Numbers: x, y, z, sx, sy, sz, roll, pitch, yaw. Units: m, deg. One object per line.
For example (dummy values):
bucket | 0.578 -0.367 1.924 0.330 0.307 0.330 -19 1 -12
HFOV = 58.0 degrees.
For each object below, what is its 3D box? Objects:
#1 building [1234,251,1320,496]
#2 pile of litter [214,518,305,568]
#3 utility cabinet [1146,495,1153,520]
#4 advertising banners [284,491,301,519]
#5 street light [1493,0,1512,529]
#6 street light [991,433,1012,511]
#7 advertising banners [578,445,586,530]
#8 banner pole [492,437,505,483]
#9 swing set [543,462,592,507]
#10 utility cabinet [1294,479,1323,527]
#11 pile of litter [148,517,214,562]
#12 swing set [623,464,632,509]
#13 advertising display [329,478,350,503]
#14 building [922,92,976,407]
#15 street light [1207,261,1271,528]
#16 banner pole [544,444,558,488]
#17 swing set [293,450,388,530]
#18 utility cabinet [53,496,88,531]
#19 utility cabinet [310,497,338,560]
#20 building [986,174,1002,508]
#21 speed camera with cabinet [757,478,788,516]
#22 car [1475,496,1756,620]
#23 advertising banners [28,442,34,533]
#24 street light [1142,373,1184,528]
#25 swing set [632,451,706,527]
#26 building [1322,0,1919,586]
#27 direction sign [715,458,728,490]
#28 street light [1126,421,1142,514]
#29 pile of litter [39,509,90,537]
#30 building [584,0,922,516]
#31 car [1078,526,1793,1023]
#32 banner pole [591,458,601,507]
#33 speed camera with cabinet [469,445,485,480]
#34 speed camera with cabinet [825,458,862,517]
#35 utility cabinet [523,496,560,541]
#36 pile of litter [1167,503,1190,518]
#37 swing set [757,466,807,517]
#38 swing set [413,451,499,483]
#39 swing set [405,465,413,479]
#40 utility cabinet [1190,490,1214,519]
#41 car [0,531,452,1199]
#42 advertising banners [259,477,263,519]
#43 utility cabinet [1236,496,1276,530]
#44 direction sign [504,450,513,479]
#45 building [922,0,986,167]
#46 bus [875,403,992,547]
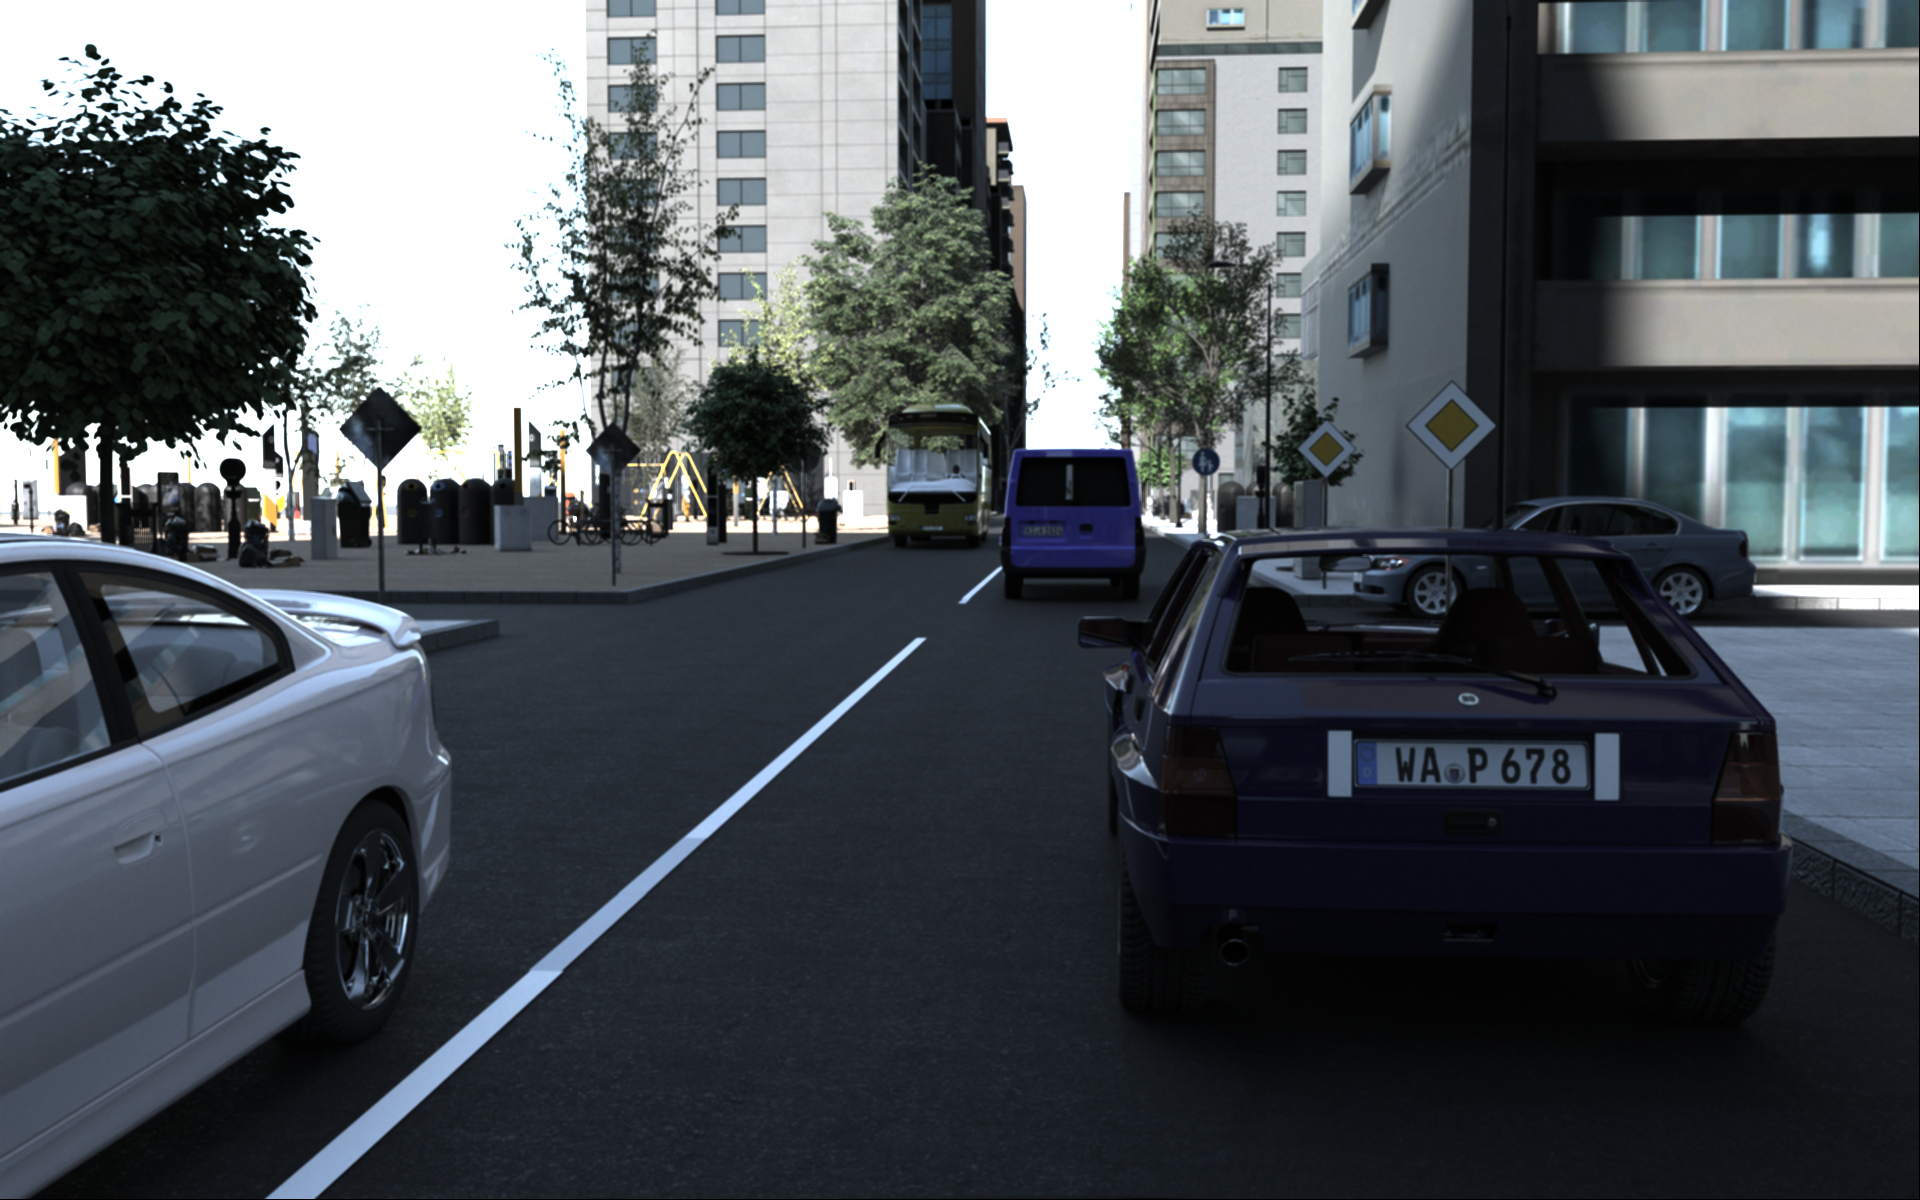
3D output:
building | 24.860 -46.632 75.110 22.319 86.520 31.000 0 4 4
pile of litter | -12.253 -1.032 30.830 1.176 0.858 1.719 0 4 2
utility cabinet | 9.431 -4.587 86.153 0.306 1.237 1.020 1 4 8
advertising banners | -34.324 -5.714 89.611 2.074 3.025 0.090 3 4 36
street light | 4.273 -2.621 15.396 1.470 5.913 1.316 0 4 4
street light | 3.030 -9.704 131.198 1.470 5.913 1.316 0 4 4
advertising banners | -12.929 -3.848 59.100 0.090 3.025 2.074 0 4 -7
banner pole | -20.138 -5.238 75.651 0.401 3.779 0.863 2 4 25
swing set | -19.224 -5.298 84.249 2.862 2.851 3.119 0 4 -6
utility cabinet | 5.286 -1.084 26.406 0.318 1.500 1.173 0 4 4
pile of litter | -14.654 -1.158 32.901 1.176 0.858 1.719 3 5 40
swing set | -16.883 -5.736 91.407 3.119 2.851 2.862 1 4 8
advertising display | -24.484 -3.865 68.413 0.974 1.923 0.123 2 4 25
building | -6.249 -21.757 127.428 14.160 30.474 14.107 0 4 4
street light | 5.630 -3.803 34.714 1.470 5.913 1.316 0 4 4
banner pole | -20.463 -5.901 86.492 0.863 3.779 0.401 -1 4 -22
swing set | -22.258 -3.962 62.392 3.119 2.851 2.862 -1 4 -9
utility cabinet | -30.671 -2.970 59.715 1.020 1.237 0.306 -1 4 -23
utility cabinet | -12.578 -1.414 34.278 0.306 1.237 1.020 0 4 -7
building | -3.555 -23.498 155.901 14.160 30.474 14.107 0 4 4
speed camera with cabinet | -10.875 -6.439 99.609 2.038 3.252 0.660 -2 4 -31
car | 6.938 -0.518 20.466 4.499 1.417 2.014 0 4 2
advertising banners | -21.514 -2.685 40.094 0.090 3.025 2.074 -2 4 -28
street light | 7.858 -5.733 66.272 1.470 5.913 1.316 0 4 4
swing set | -10.474 -4.116 64.909 2.862 2.851 3.119 0 4 0
building | 18.093 -24.972 31.991 21.600 48.544 21.300 0 4 4
direction sign | -13.179 -6.319 95.319 0.876 3.537 0.379 0 4 5
street light | 10.231 -7.693 98.328 1.470 5.913 1.316 0 4 4
pile of litter | -26.985 -2.316 51.825 1.719 0.858 1.176 -2 4 -29
building | -10.797 -41.033 109.141 20.563 71.187 20.611 0 4 4
car | 1.386 0.397 6.083 1.945 1.354 3.894 0 4 4
banner pole | -18.660 -6.032 88.634 0.863 3.779 0.401 2 4 33
speed camera with cabinet | -19.588 -4.643 70.246 0.660 3.252 2.038 -1 4 -13
speed camera with cabinet | -6.448 -6.201 95.717 2.038 3.252 0.660 0 4 -5
utility cabinet | -11.480 -2.210 47.298 1.020 1.237 0.306 0 4 1
pile of litter | 11.669 -4.727 91.256 1.719 0.858 1.176 0 4 7
swing set | -10.038 -6.005 95.808 2.862 2.851 3.119 -1 4 -12
swing set | -18.235 -4.027 63.457 3.119 2.851 2.862 -1 4 -16
swing set | -28.185 -5.845 93.192 2.862 2.851 3.119 3 5 42
utility cabinet | 12.345 -4.866 88.236 1.173 1.500 0.318 2 4 24
car | -2.566 0.553 3.313 2.083 1.381 4.827 0 4 5
advertising banners | -33.707 -5.306 82.935 0.090 3.025 2.074 1 4 23
utility cabinet | 8.003 -2.184 46.875 1.020 1.237 0.306 2 4 24
direction sign | -23.344 -5.948 89.241 0.876 3.537 0.379 2 4 33
building | -5.150 -30.048 141.398 14.600 45.320 14.200 0 4 4
bus | -0.477 -3.595 50.329 2.896 3.916 12.252 0 4 2
